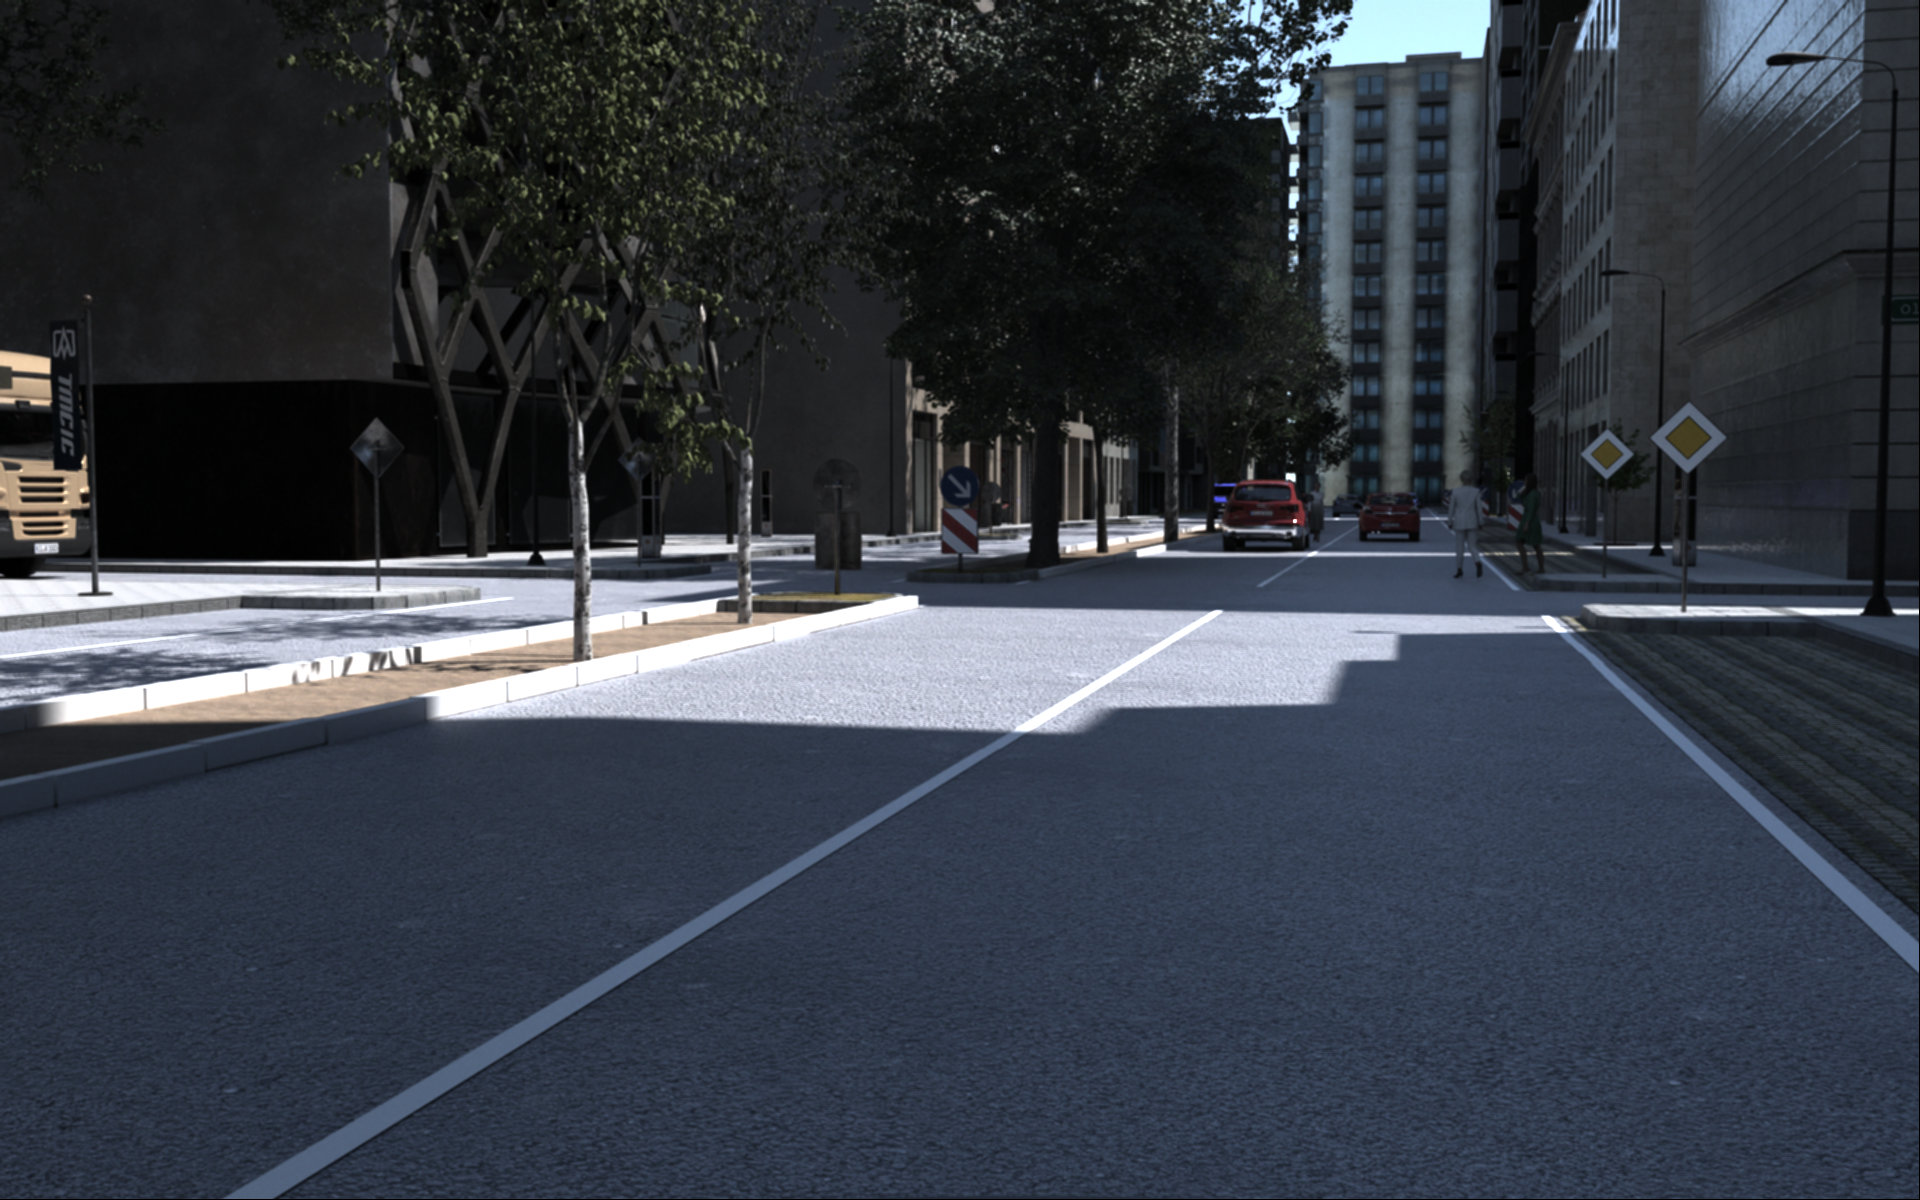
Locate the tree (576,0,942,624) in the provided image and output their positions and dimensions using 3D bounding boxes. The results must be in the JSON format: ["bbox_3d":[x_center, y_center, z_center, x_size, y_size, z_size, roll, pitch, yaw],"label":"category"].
[{"bbox_3d":[-2.322,-4.050,19.037,4.360,8.622,3.978,0,3,0],"label":"tree"}]

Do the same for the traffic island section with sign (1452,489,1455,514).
[{"bbox_3d":[23.011,-4.173,76.855,1.989,1.847,2.006,1,4,15],"label":"traffic island section with sign"}]

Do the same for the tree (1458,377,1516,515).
[{"bbox_3d":[33.513,-9.663,108.352,4.737,8.622,4.395,0,3,0],"label":"tree"}]

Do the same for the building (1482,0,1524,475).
[{"bbox_3d":[57.157,-33.701,140.250,28.713,52.752,27.495,1,4,15],"label":"building"}]

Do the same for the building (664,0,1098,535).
[{"bbox_3d":[-6.707,-16.397,72.610,19.350,26.468,34.151,1,4,15],"label":"building"}]

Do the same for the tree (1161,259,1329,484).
[{"bbox_3d":[12.278,-9.020,75.689,9.928,11.665,9.643,0,3,0],"label":"tree"}]

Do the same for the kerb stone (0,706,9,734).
[{"bbox_3d":[-5.831,0.747,9.989,0.120,0.150,1.000,1,4,15],"label":"kerb stone"}]

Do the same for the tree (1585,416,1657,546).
[{"bbox_3d":[16.346,-2.969,43.140,1.663,3.219,1.824,0,3,0],"label":"tree"}]

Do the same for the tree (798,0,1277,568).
[{"bbox_3d":[1.629,-7.593,33.257,9.857,13.997,8.962,0,3,0],"label":"tree"}]

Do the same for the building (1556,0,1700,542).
[{"bbox_3d":[24.573,-12.117,52.871,10.420,20.320,16.860,1,4,15],"label":"building"}]

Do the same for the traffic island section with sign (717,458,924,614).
[{"bbox_3d":[-1.719,-0.820,21.548,2.006,1.907,1.989,1,4,15],"label":"traffic island section with sign"}]

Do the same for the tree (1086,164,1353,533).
[{"bbox_3d":[9.334,-9.247,64.013,12.009,13.543,11.850,0,3,0],"label":"tree"}]

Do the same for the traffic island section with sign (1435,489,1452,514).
[{"bbox_3d":[35.625,-7.138,125.340,1.989,1.847,2.006,1,4,15],"label":"traffic island section with sign"}]

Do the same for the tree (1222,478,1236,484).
[{"bbox_3d":[22.551,-10.138,149.468,4.285,4.588,4.351,0,3,0],"label":"tree"}]

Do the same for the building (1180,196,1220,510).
[{"bbox_3d":[13.332,-22.534,140.137,14.160,30.474,14.107,1,4,15],"label":"building"}]

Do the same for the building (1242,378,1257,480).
[{"bbox_3d":[13.225,-19.812,168.973,28.899,21.520,27.650,1,4,15],"label":"building"}]

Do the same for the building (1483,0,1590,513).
[{"bbox_3d":[47.034,-41.510,116.938,20.563,71.187,20.611,1,4,15],"label":"building"}]

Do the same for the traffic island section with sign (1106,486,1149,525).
[{"bbox_3d":[7.749,-4.416,80.835,1.989,1.847,2.006,1,4,15],"label":"traffic island section with sign"}]

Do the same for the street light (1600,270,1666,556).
[{"bbox_3d":[13.931,-3.874,35.875,1.470,5.913,1.316,1,4,15],"label":"street light"}]

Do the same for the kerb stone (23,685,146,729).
[{"bbox_3d":[-5.581,0.686,10.980,0.120,0.150,1.000,1,4,15],"label":"kerb stone"}]

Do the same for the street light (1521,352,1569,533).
[{"bbox_3d":[19.255,-5.146,56.682,1.470,5.913,1.316,1,4,15],"label":"street light"}]

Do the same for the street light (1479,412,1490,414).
[{"bbox_3d":[30.188,-7.699,98.422,1.470,5.913,1.316,1,4,15],"label":"street light"}]

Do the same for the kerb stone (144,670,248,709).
[{"bbox_3d":[-5.317,0.626,11.967,0.120,0.150,1.000,1,4,15],"label":"kerb stone"}]

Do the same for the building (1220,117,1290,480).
[{"bbox_3d":[29.066,-31.137,192.682,14.086,41.232,14.154,1,4,15],"label":"building"}]

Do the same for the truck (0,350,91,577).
[{"bbox_3d":[-19.964,-2.510,29.951,11.283,4.237,2.839,1,4,15],"label":"truck"}]

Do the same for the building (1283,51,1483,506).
[{"bbox_3d":[51.706,-34.949,191.021,30.456,49.044,23.786,1,4,15],"label":"building"}]

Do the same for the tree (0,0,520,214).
[{"bbox_3d":[-5.134,-4.365,8.240,8.767,10.594,7.601,1,4,15],"label":"tree"}]

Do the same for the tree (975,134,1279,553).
[{"bbox_3d":[3.563,-6.428,41.964,8.767,10.594,7.601,1,4,15],"label":"tree"}]

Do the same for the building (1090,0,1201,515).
[{"bbox_3d":[4.678,-28.450,119.786,22.147,44.769,28.867,1,4,15],"label":"building"}]

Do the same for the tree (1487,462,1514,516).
[{"bbox_3d":[32.425,-6.633,103.055,1.663,3.219,1.824,0,3,0],"label":"tree"}]

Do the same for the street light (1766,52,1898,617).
[{"bbox_3d":[9.173,-2.796,18.253,1.470,5.913,1.316,1,4,15],"label":"street light"}]

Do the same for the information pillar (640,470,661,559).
[{"bbox_3d":[-6.174,-1.838,34.544,0.304,2.012,0.304,1,4,16],"label":"information pillar"}]

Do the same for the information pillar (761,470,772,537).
[{"bbox_3d":[-5.796,-2.897,51.861,0.304,2.012,0.304,0,4,0],"label":"information pillar"}]

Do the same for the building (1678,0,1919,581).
[{"bbox_3d":[35.950,-15.335,27.149,44.131,29.872,17.030,1,4,15],"label":"building"}]

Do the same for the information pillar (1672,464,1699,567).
[{"bbox_3d":[12.877,-1.605,30.741,0.304,2.012,0.304,0,4,-5],"label":"information pillar"}]

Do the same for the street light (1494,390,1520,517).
[{"bbox_3d":[24.697,-6.429,77.658,1.470,5.913,1.316,1,4,15],"label":"street light"}]

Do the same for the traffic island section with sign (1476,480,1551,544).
[{"bbox_3d":[16.221,-2.577,50.766,1.989,1.847,2.006,1,4,15],"label":"traffic island section with sign"}]

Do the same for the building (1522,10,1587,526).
[{"bbox_3d":[29.681,-14.368,71.077,11.583,22.565,21.152,1,4,15],"label":"building"}]

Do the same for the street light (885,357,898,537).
[{"bbox_3d":[-1.530,-4.838,51.637,1.470,5.913,1.316,1,4,15],"label":"street light"}]

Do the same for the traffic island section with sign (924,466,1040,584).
[{"bbox_3d":[0.157,-1.259,28.715,2.006,1.907,1.989,1,4,15],"label":"traffic island section with sign"}]

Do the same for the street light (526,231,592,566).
[{"bbox_3d":[-7.114,-3.569,30.897,1.470,5.913,1.316,1,4,15],"label":"street light"}]

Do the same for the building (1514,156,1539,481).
[{"bbox_3d":[35.461,-15.840,88.662,12.332,23.373,15.834,1,4,15],"label":"building"}]

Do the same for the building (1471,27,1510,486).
[{"bbox_3d":[56.020,-31.343,162.575,14.600,45.320,14.200,1,4,15],"label":"building"}]

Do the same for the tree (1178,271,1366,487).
[{"bbox_3d":[15.512,-10.265,87.293,9.611,12.733,9.660,0,3,0],"label":"tree"}]

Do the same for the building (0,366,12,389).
[{"bbox_3d":[-29.507,-22.076,15.567,28.867,44.769,22.147,1,4,15],"label":"building"}]

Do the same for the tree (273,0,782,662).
[{"bbox_3d":[-3.236,-3.759,14.272,4.737,8.622,4.395,0,3,0],"label":"tree"}]

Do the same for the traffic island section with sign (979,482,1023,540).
[{"bbox_3d":[0.902,-2.808,54.541,1.989,1.847,2.006,1,4,15],"label":"traffic island section with sign"}]

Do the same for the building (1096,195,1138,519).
[{"bbox_3d":[3.546,-14.794,96.638,10.420,20.320,16.860,1,4,15],"label":"building"}]

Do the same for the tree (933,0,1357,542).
[{"bbox_3d":[5.279,-11.829,51.752,12.611,20.169,13.585,0,3,0],"label":"tree"}]

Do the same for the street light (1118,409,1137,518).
[{"bbox_3d":[9.271,-7.383,93.252,1.470,5.913,1.316,1,4,15],"label":"street light"}]

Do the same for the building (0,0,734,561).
[{"bbox_3d":[-14.444,-10.671,41.919,16.820,18.784,16.811,1,4,15],"label":"building"}]
